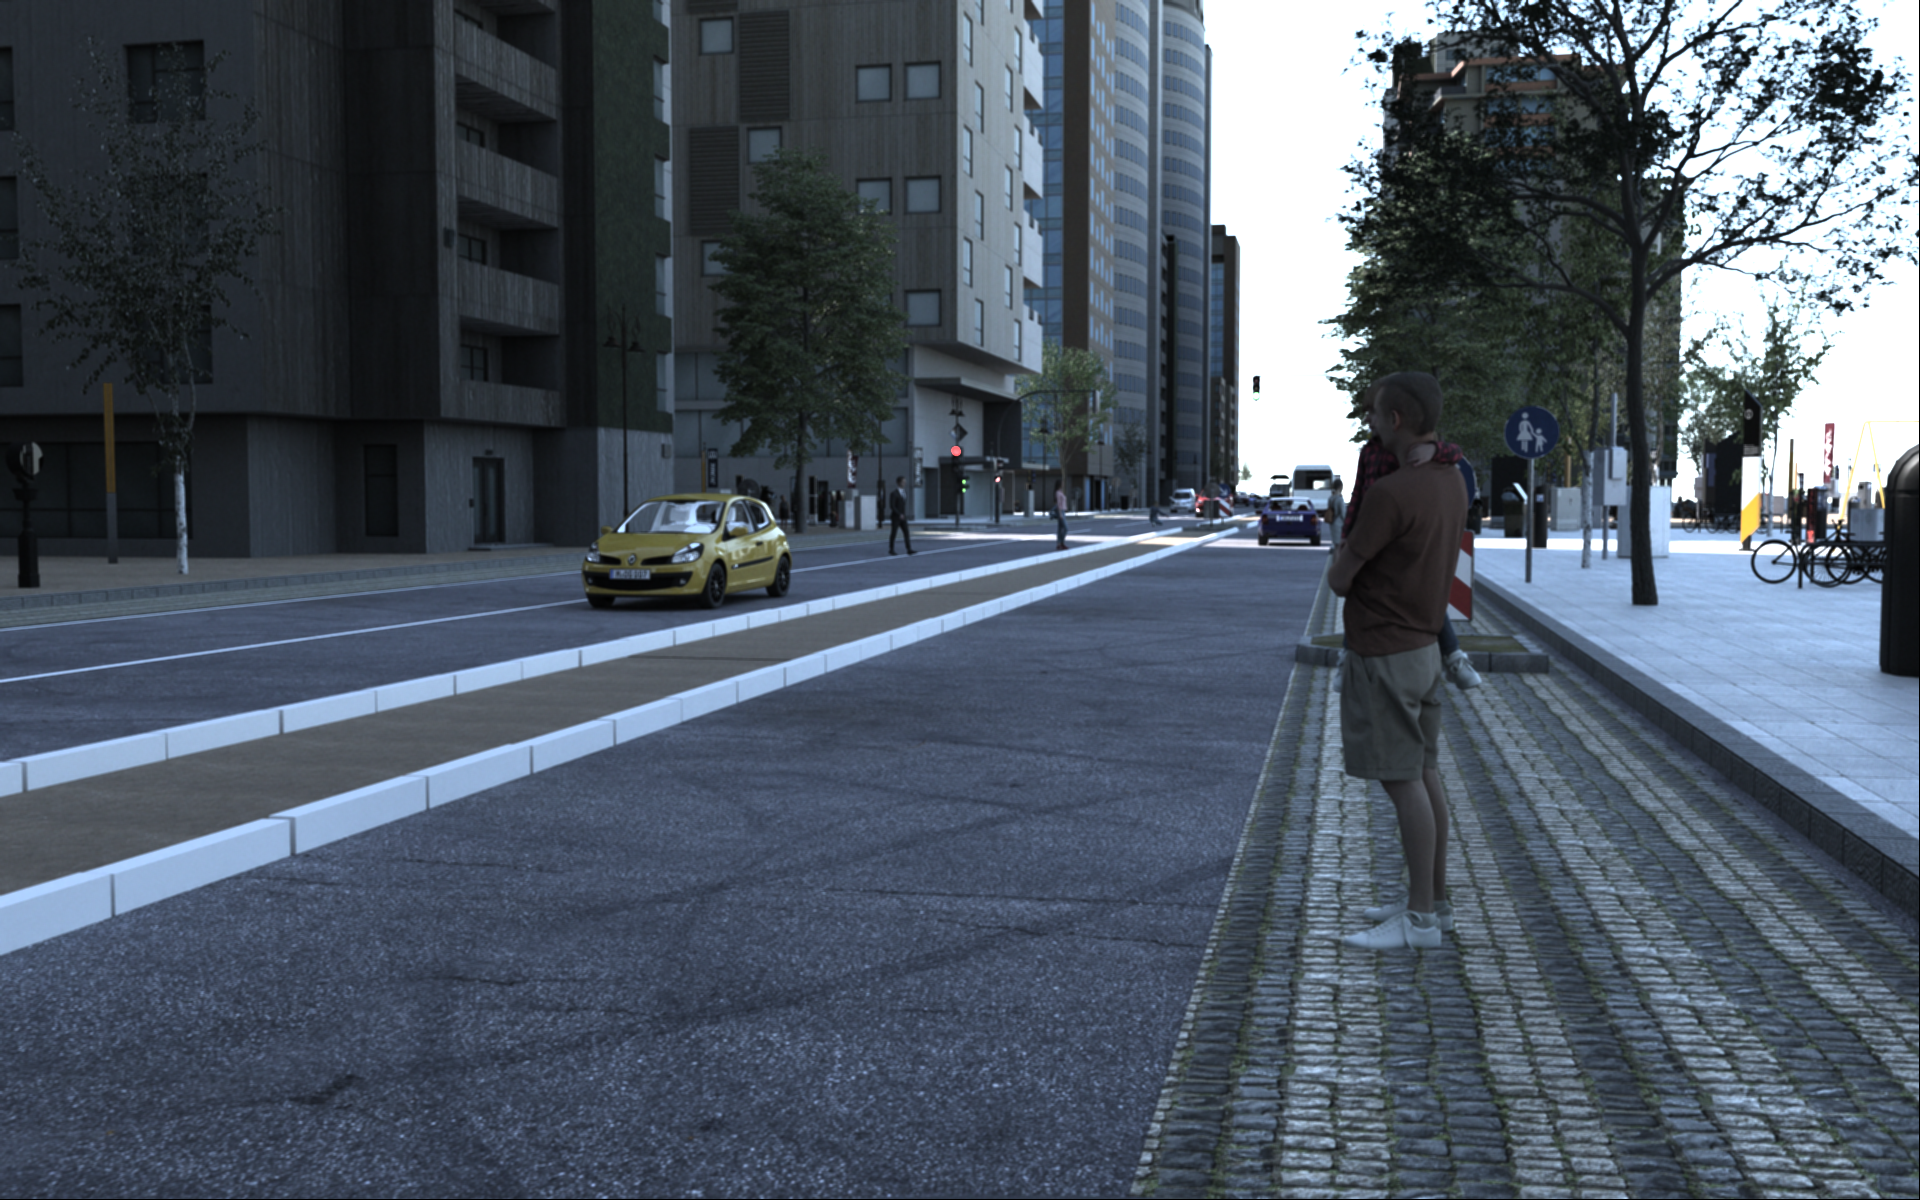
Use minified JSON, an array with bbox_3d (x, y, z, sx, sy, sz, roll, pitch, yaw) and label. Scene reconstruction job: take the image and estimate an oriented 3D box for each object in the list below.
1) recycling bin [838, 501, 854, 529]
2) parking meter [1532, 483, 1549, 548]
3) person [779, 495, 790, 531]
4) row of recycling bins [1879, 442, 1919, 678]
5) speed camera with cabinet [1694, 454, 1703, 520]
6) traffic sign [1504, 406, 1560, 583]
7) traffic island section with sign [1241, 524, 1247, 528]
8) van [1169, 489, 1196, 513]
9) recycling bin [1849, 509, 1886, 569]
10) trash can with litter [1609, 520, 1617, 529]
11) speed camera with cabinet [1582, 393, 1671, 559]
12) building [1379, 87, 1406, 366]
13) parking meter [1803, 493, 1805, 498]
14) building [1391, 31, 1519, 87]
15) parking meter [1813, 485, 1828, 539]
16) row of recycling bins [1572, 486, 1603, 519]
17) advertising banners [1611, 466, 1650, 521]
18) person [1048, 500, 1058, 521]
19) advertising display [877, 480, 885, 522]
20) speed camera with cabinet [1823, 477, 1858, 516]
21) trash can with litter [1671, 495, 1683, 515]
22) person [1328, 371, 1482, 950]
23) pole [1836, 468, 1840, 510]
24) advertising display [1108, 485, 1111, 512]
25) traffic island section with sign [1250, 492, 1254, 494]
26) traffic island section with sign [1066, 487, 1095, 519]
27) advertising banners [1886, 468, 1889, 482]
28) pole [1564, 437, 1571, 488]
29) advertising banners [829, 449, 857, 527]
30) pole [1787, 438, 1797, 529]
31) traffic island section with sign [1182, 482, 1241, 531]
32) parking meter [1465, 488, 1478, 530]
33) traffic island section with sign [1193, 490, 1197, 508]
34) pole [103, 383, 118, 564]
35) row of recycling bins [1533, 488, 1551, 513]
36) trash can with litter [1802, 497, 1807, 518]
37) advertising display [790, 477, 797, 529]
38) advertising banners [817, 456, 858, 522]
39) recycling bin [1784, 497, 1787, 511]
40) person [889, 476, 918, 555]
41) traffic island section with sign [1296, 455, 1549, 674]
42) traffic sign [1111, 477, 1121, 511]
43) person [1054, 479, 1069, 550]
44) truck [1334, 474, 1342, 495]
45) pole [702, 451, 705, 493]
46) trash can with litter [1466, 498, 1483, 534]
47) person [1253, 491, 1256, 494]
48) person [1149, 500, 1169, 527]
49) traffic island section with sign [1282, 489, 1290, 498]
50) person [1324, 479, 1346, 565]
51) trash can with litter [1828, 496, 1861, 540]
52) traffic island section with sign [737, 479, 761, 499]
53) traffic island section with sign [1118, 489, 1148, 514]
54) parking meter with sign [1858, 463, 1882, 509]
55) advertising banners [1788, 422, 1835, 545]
[{"bbox_3d":[-4.107,-3.192,64.744,0.722,1.027,0.722,-2,4,-25],"label":"recycling bin"},{"bbox_3d":[13.754,-1.999,41.094,0.372,1.533,0.369,0,3,0],"label":"parking meter"},{"bbox_3d":[-6.136,-3.045,60.492,0.362,1.253,0.373,0,4,3],"label":"person"},{"bbox_3d":[7.859,-0.254,11.259,1.069,1.692,3.534,-3,5,-40],"label":"row of recycling bins"},{"bbox_3d":[37.462,-5.589,85.722,0.660,3.252,2.038,-3,5,-45],"label":"speed camera with cabinet"},{"bbox_3d":[8.248,-1.526,25.056,0.768,2.556,0.104,1,4,14],"label":"traffic sign"},{"bbox_3d":[11.293,-4.035,74.111,2.006,1.907,1.989,1,4,13],"label":"traffic island section with sign"},{"bbox_3d":[17.119,-7.701,132.915,2.013,2.044,4.112,1,4,13],"label":"van"},{"bbox_3d":[15.909,-1.062,29.922,0.722,1.027,0.722,0,4,-8],"label":"recycling bin"},{"bbox_3d":[24.206,-3.163,63.102,1.055,1.170,0.624,0,4,-6],"label":"trash can with litter"},{"bbox_3d":[13.296,-2.457,34.514,2.038,3.252,0.660,-2,4,-31],"label":"speed camera with cabinet"},{"bbox_3d":[71.229,-43.274,249.529,21.231,58.520,28.212,1,4,13],"label":"building"},{"bbox_3d":[65.014,-7.664,133.709,0.372,1.533,0.369,0,3,0],"label":"parking meter"},{"bbox_3d":[75.933,-51.070,273.251,20.563,71.187,20.611,1,4,13],"label":"building"},{"bbox_3d":[24.433,-2.495,49.208,0.372,1.533,0.369,0,3,0],"label":"parking meter"},{"bbox_3d":[32.566,-5.064,89.906,1.069,1.692,3.534,3,5,43],"label":"row of recycling bins"},{"bbox_3d":[35.620,-5.842,91.701,2.074,3.025,0.090,2,4,29],"label":"advertising banners"},{"bbox_3d":[4.966,-4.812,92.678,0.738,1.151,1.012,1,4,17],"label":"person"},{"bbox_3d":[-3.661,-4.612,80.614,0.123,1.923,0.974,-1,4,-18],"label":"advertising display"},{"bbox_3d":[51.796,-6.558,101.566,0.660,3.252,2.038,-3,4,-36],"label":"speed camera with cabinet"},{"bbox_3d":[45.101,-5.971,108.685,1.678,1.210,2.233,0,4,-4],"label":"trash can with litter"},{"bbox_3d":[1.428,0.176,5.603,0.573,1.828,0.580,-1,4,-13],"label":"person"},{"bbox_3d":[69.792,-8.796,137.650,0.158,3.312,0.155,0,3,0],"label":"pole"},{"bbox_3d":[10.880,-7.392,126.078,0.123,1.923,0.974,1,4,11],"label":"advertising display"},{"bbox_3d":[47.324,-16.625,280.444,1.989,1.847,2.006,1,4,13],"label":"traffic island section with sign"},{"bbox_3d":[6.641,-5.521,98.893,1.989,1.847,2.006,1,4,13],"label":"traffic island section with sign"},{"bbox_3d":[61.172,-7.243,114.617,0.090,3.025,2.074,3,5,41],"label":"advertising banners"},{"bbox_3d":[21.701,-4.161,61.883,0.158,3.312,0.155,0,3,0],"label":"pole"},{"bbox_3d":[-4.605,-4.356,67.401,0.090,3.025,2.074,1,4,22],"label":"advertising banners"},{"bbox_3d":[30.213,-4.229,62.990,0.158,3.312,0.155,0,3,0],"label":"pole"},{"bbox_3d":[9.664,-3.593,66.884,2.006,1.907,1.989,1,4,13],"label":"traffic island section with sign"},{"bbox_3d":[16.603,-2.923,56.196,0.372,1.533,0.369,0,3,0],"label":"parking meter"},{"bbox_3d":[23.523,-10.131,174.266,1.989,1.847,2.006,1,4,13],"label":"traffic island section with sign"},{"bbox_3d":[-15.628,-2.325,31.863,0.158,3.312,0.155,0,3,0],"label":"pole"},{"bbox_3d":[37.824,-6.631,115.523,3.534,1.692,1.069,0,4,2],"label":"row of recycling bins"},{"bbox_3d":[45.483,-4.976,92.750,1.055,1.170,0.624,2,4,28],"label":"trash can with litter"},{"bbox_3d":[-6.011,-3.597,64.033,0.123,1.923,0.974,-2,4,-30],"label":"advertising display"},{"bbox_3d":[-5.649,-5.063,78.960,2.074,3.025,0.090,0,4,6],"label":"advertising banners"},{"bbox_3d":[62.372,-7.257,131.206,0.722,1.027,0.722,0,4,7],"label":"recycling bin"},{"bbox_3d":[-1.352,-1.974,40.548,0.755,1.850,0.659,3,4,37],"label":"person"},{"bbox_3d":[3.916,-0.381,14.863,1.989,1.847,2.006,1,4,13],"label":"traffic island section with sign"},{"bbox_3d":[11.609,-7.867,128.723,0.768,2.556,0.104,1,4,15],"label":"traffic sign"},{"bbox_3d":[2.591,-2.188,44.290,0.388,1.821,0.555,0,4,2],"label":"person"},{"bbox_3d":[53.226,-15.839,247.887,2.839,4.237,11.283,1,4,11],"label":"truck"},{"bbox_3d":[-12.180,-5.411,82.305,0.158,3.312,0.155,0,3,0],"label":"pole"},{"bbox_3d":[16.366,-2.687,55.314,0.624,1.170,1.055,1,4,16],"label":"trash can with litter"},{"bbox_3d":[37.057,-12.796,217.649,1.348,1.831,0.705,1,4,22],"label":"person"},{"bbox_3d":[8.649,-3.829,76.605,0.738,1.151,1.012,-2,4,-35],"label":"person"},{"bbox_3d":[27.714,-8.520,147.440,2.006,1.907,1.989,1,4,13],"label":"traffic island section with sign"},{"bbox_3d":[6.656,-1.287,30.551,0.522,1.701,0.512,-2,4,-25],"label":"person"},{"bbox_3d":[23.386,-2.064,44.812,2.233,1.210,1.678,-3,5,-41],"label":"trash can with litter"},{"bbox_3d":[-5.566,-2.190,44.439,1.989,1.847,2.006,1,4,13],"label":"traffic island section with sign"},{"bbox_3d":[12.530,-7.130,125.199,1.989,1.847,2.006,1,4,13],"label":"traffic island section with sign"},{"bbox_3d":[51.292,-6.230,98.119,0.543,3.016,1.738,-1,4,-15],"label":"parking meter with sign"},{"bbox_3d":[21.132,-2.860,42.950,0.090,3.025,2.074,0,4,0],"label":"advertising banners"}]
